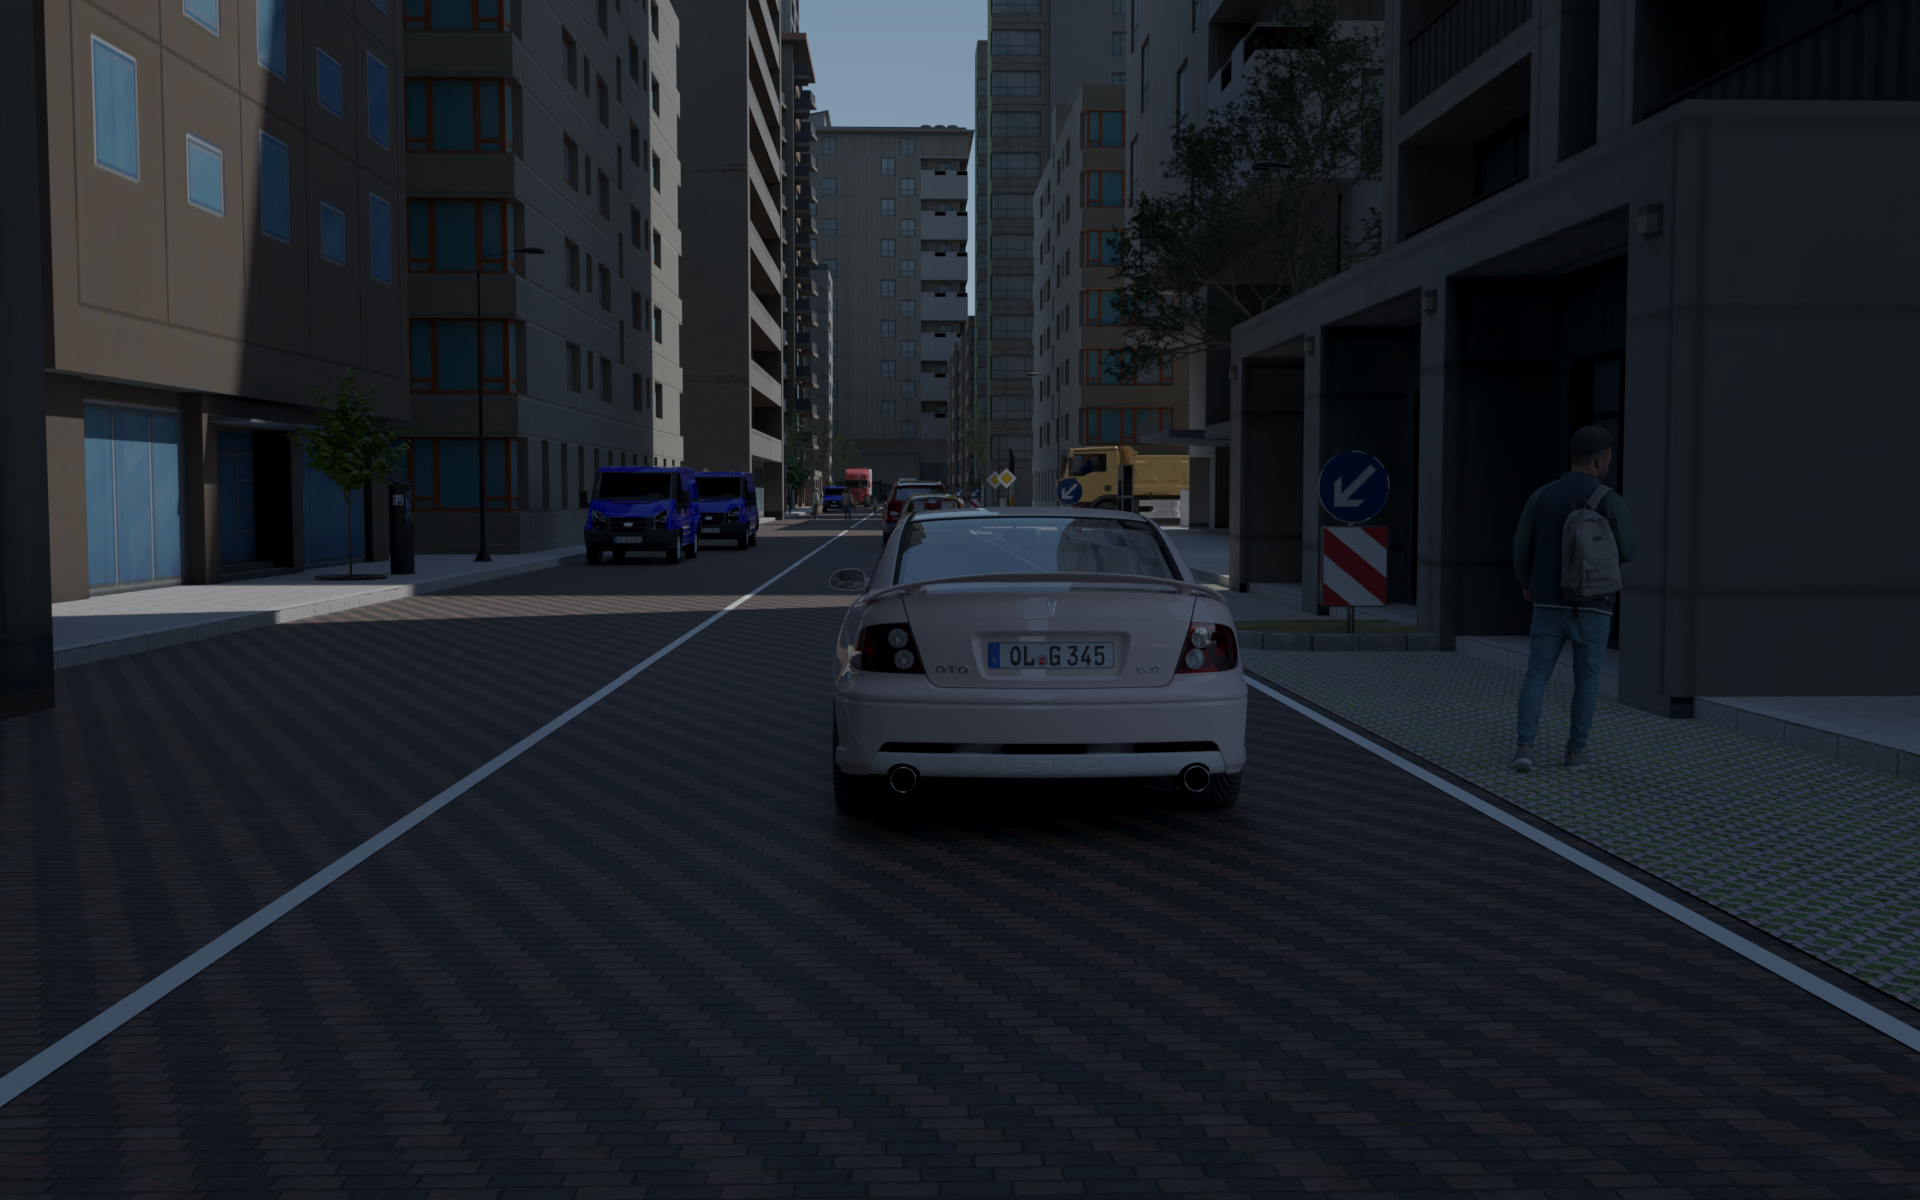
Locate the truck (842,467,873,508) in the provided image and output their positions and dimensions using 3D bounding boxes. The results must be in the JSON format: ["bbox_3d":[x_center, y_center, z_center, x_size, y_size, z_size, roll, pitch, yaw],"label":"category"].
[{"bbox_3d":[-10.540,-11.688,180.005,2.839,4.237,11.283,0,4,-1],"label":"truck"}]

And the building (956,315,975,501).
[{"bbox_3d":[14.143,-20.641,182.516,27.650,21.520,28.899,0,4,-2],"label":"building"}]

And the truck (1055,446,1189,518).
[{"bbox_3d":[7.958,-4.574,70.711,9.791,3.379,3.469,0,4,-3],"label":"truck"}]

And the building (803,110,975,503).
[{"bbox_3d":[-10.087,-40.199,246.498,27.495,52.752,28.713,0,4,-2],"label":"building"}]

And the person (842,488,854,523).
[{"bbox_3d":[-5.536,-4.661,85.299,0.593,1.750,0.643,0,4,1],"label":"person"}]

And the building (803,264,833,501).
[{"bbox_3d":[-23.047,-27.281,217.751,14.107,30.474,14.160,0,4,-2],"label":"building"}]

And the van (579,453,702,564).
[{"bbox_3d":[-6.750,-2.001,37.102,2.240,2.365,5.245,0,4,-3],"label":"van"}]

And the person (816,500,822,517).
[{"bbox_3d":[-9.017,-5.939,110.623,0.505,1.210,0.382,1,4,15],"label":"person"}]

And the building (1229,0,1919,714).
[{"bbox_3d":[14.536,-35.192,13.639,20.563,71.187,20.611,0,4,-2],"label":"building"}]

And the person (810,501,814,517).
[{"bbox_3d":[-9.136,-5.799,108.336,0.505,1.210,0.382,-3,5,-42],"label":"person"}]

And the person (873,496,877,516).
[{"bbox_3d":[-5.607,-6.223,114.502,0.306,1.304,0.590,1,4,11],"label":"person"}]

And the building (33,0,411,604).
[{"bbox_3d":[-17.378,-22.945,25.257,14.600,45.320,14.200,0,4,-2],"label":"building"}]

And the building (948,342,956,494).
[{"bbox_3d":[12.684,-22.437,211.892,27.650,21.520,28.899,0,4,-2],"label":"building"}]

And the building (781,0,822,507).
[{"bbox_3d":[-25.482,-45.763,186.471,20.563,71.187,20.611,0,4,-2],"label":"building"}]

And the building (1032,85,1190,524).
[{"bbox_3d":[19.140,-14.845,87.748,28.899,21.520,27.650,0,4,-2],"label":"building"}]

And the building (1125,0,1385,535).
[{"bbox_3d":[19.888,-28.204,50.371,28.713,52.752,27.495,0,4,-2],"label":"building"}]

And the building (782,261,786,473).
[{"bbox_3d":[-26.580,-16.610,116.607,27.650,21.520,28.899,0,4,-2],"label":"building"}]

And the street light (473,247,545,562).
[{"bbox_3d":[-8.510,-3.680,32.709,1.470,5.913,1.316,0,4,-2],"label":"street light"}]

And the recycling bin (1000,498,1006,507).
[{"bbox_3d":[2.760,-5.889,108.844,0.722,1.027,0.722,0,4,-7],"label":"recycling bin"}]

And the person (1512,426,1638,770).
[{"bbox_3d":[3.158,-0.005,8.927,0.623,1.781,0.721,2,4,24],"label":"person"}]

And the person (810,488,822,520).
[{"bbox_3d":[-8.056,-5.380,96.941,0.515,1.767,0.782,-2,4,-29],"label":"person"}]

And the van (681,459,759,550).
[{"bbox_3d":[-6.461,-2.549,46.056,2.240,2.365,5.245,0,4,-3],"label":"van"}]

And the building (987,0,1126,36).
[{"bbox_3d":[8.748,-26.421,115.578,14.154,41.232,14.086,0,4,-2],"label":"building"}]

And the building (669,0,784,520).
[{"bbox_3d":[-19.970,-28.079,82.796,21.300,48.544,21.600,0,4,-2],"label":"building"}]

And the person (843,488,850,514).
[{"bbox_3d":[-8.208,-7.201,126.035,0.655,1.846,0.447,3,4,39],"label":"person"}]

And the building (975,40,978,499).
[{"bbox_3d":[8.307,-29.154,160.256,14.154,41.232,14.086,0,4,-2],"label":"building"}]

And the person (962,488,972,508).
[{"bbox_3d":[0.397,-5.060,91.777,0.519,1.759,0.362,1,4,18],"label":"person"}]

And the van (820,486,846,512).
[{"bbox_3d":[-9.844,-8.098,136.793,2.240,2.365,5.245,0,4,-2],"label":"van"}]

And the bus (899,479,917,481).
[{"bbox_3d":[-6.227,-13.307,212.430,2.948,3.499,13.247,0,3,0],"label":"bus"}]

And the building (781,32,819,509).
[{"bbox_3d":[-24.800,-31.068,162.580,22.147,44.769,28.867,0,4,-2],"label":"building"}]

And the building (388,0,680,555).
[{"bbox_3d":[-24.231,-12.497,49.371,28.899,21.520,27.650,0,4,-2],"label":"building"}]
